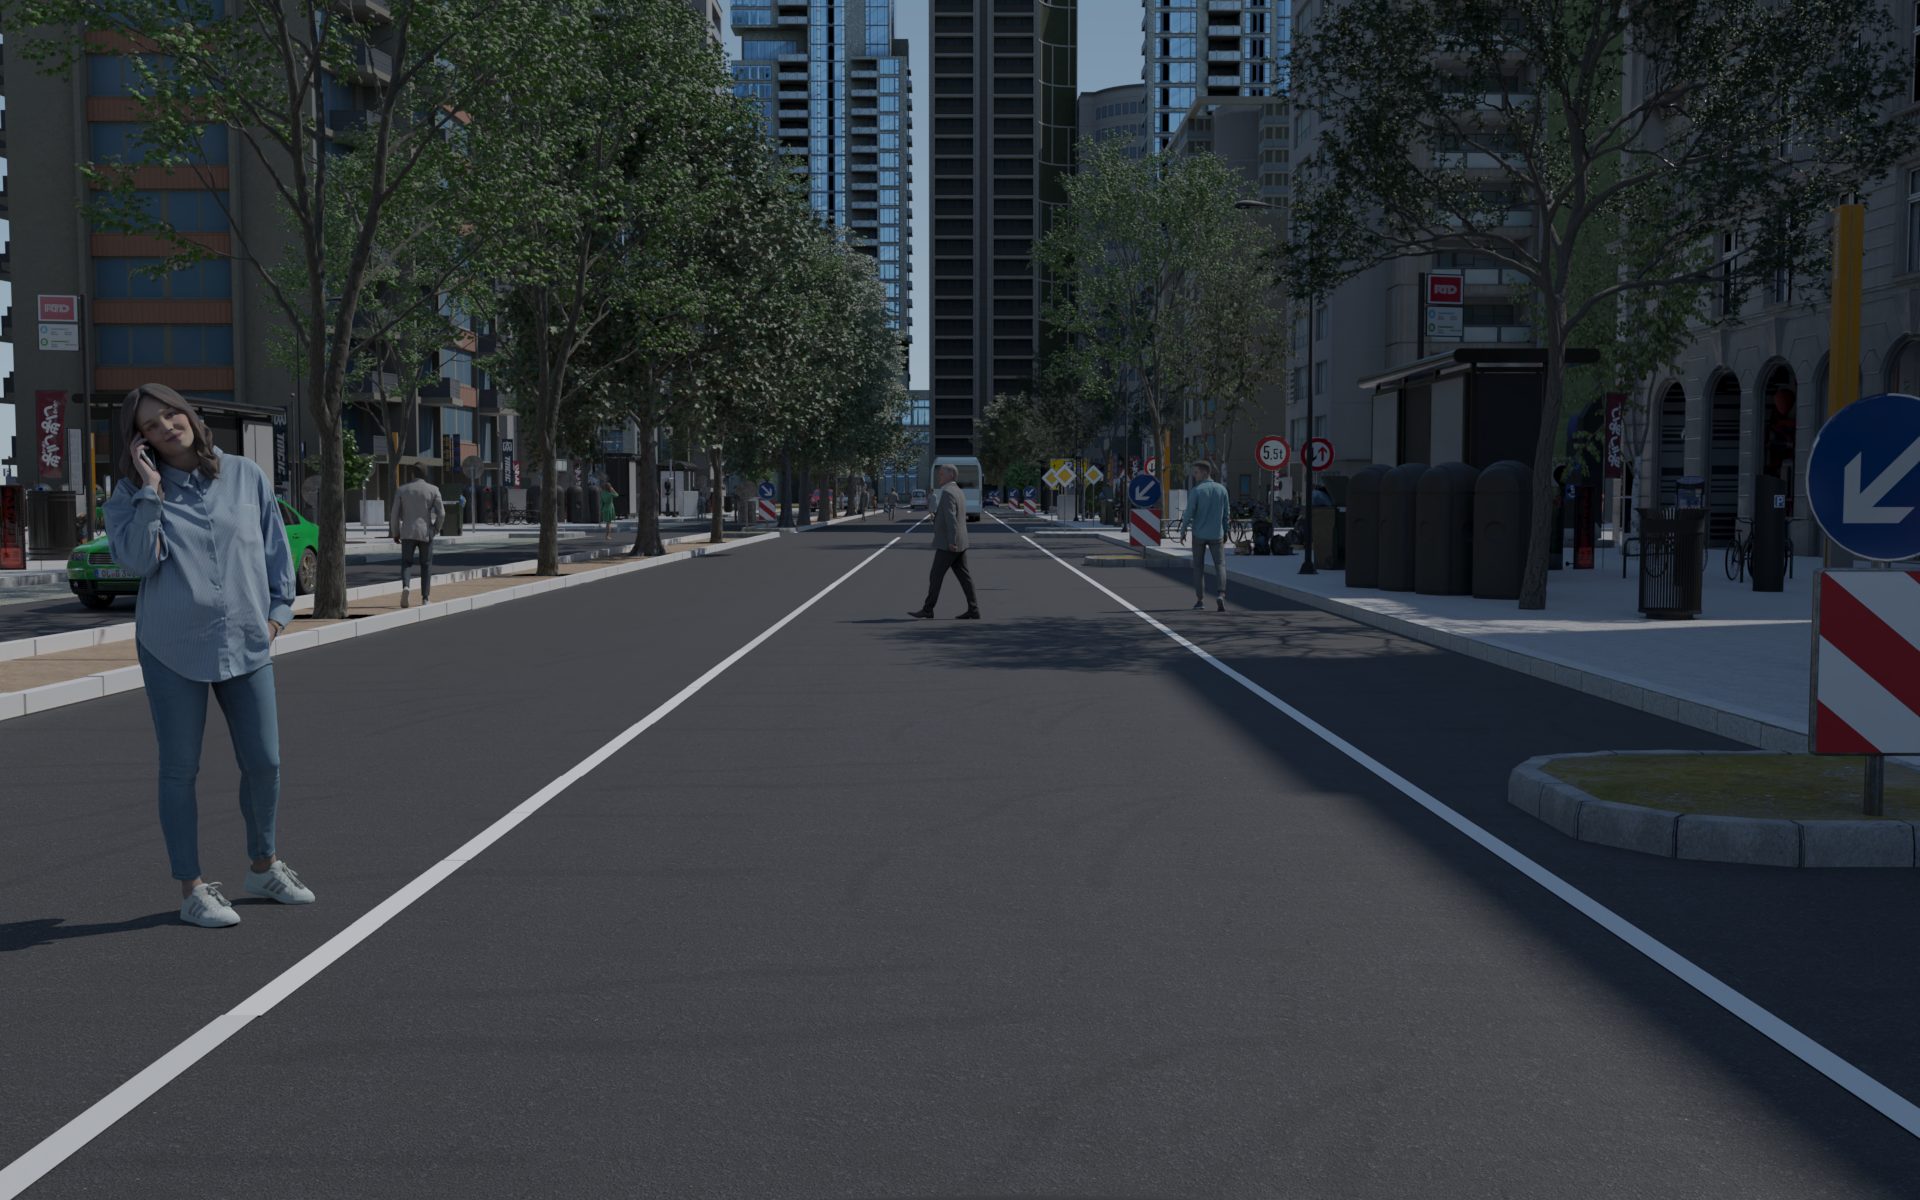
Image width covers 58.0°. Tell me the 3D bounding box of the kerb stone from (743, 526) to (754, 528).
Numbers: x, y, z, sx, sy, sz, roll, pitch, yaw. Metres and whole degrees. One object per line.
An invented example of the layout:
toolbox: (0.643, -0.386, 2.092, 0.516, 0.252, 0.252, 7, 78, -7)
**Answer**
kerb stone: (-8.253, -2.777, 67.598, 0.120, 0.150, 1.000, 0, 3, 0)

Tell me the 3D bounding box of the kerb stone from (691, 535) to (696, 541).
kerb stone: (-8.245, -1.864, 52.674, 0.120, 0.150, 1.000, 0, 3, 0)

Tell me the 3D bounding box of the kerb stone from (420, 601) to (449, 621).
kerb stone: (-6.118, 0.139, 19.923, 0.120, 0.150, 1.000, 0, 3, 0)

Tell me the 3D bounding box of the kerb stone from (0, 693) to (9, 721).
kerb stone: (-6.106, 0.704, 10.684, 0.120, 0.150, 1.000, 0, 3, 0)

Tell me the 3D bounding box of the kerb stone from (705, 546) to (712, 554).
kerb stone: (-6.134, -1.177, 41.445, 0.120, 0.150, 1.000, 0, 3, 0)

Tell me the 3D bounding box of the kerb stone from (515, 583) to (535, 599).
kerb stone: (-6.116, -0.112, 24.029, 0.120, 0.150, 1.000, 0, 3, 0)

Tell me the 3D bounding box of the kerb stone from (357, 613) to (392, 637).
kerb stone: (-6.110, 0.264, 17.871, 0.120, 0.150, 1.000, 0, 3, 0)

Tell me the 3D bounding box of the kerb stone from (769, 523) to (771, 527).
kerb stone: (-8.263, -3.153, 73.745, 0.120, 0.150, 1.000, 0, 3, 0)

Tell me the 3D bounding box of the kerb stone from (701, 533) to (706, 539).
kerb stone: (-8.251, -1.986, 54.728, 0.120, 0.150, 1.000, 0, 3, 0)

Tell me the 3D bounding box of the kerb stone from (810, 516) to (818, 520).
kerb stone: (-8.279, -4.657, 98.343, 0.120, 0.150, 1.000, 0, 3, 0)

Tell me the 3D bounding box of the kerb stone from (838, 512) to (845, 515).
kerb stone: (-8.304, -6.036, 120.883, 0.120, 0.150, 1.000, 0, 3, 0)

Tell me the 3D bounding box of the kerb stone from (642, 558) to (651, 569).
kerb stone: (-6.126, -0.665, 33.246, 0.120, 0.150, 1.000, 0, 3, 0)

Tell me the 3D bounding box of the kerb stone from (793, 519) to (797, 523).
kerb stone: (-8.272, -4.031, 88.100, 0.120, 0.150, 1.000, 0, 3, 0)

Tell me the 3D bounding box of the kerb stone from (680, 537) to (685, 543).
kerb stone: (-8.246, -1.738, 50.613, 0.120, 0.150, 1.000, 0, 3, 0)

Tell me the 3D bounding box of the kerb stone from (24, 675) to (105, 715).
kerb stone: (-6.110, 0.651, 11.722, 0.120, 0.150, 1.000, 0, 3, 0)

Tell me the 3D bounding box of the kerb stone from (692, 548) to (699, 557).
kerb stone: (-6.132, -1.052, 39.399, 0.120, 0.150, 1.000, 0, 3, 0)

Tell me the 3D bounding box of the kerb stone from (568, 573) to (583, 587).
kerb stone: (-6.115, -0.300, 27.097, 0.120, 0.150, 1.000, 0, 3, 0)

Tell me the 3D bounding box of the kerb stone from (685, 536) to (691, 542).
kerb stone: (-8.245, -1.796, 51.639, 0.120, 0.150, 1.000, 0, 3, 0)

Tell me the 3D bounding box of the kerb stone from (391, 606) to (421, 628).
kerb stone: (-6.122, 0.206, 18.902, 0.120, 0.150, 1.000, 0, 3, 0)

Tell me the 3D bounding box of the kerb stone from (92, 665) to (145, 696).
kerb stone: (-6.111, 0.578, 12.743, 0.120, 0.150, 1.000, 0, 3, 0)

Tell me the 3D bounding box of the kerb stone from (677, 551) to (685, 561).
kerb stone: (-6.132, -0.927, 37.348, 0.120, 0.150, 1.000, 0, 3, 0)

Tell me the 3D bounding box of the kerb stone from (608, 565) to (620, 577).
kerb stone: (-6.125, -0.486, 30.179, 0.120, 0.150, 1.000, 0, 3, 0)

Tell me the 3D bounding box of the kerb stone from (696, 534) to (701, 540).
kerb stone: (-8.244, -1.927, 53.698, 0.120, 0.150, 1.000, 0, 3, 0)

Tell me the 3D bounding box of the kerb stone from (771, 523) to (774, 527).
kerb stone: (-8.254, -3.215, 74.774, 0.120, 0.150, 1.000, 0, 3, 0)

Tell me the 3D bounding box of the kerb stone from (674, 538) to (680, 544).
kerb stone: (-8.242, -1.675, 49.591, 0.120, 0.150, 1.000, 0, 3, 0)

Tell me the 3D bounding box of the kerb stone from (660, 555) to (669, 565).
kerb stone: (-6.129, -0.798, 35.289, 0.120, 0.150, 1.000, 0, 3, 0)

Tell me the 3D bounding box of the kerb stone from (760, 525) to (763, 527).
kerb stone: (-8.261, -2.965, 70.670, 0.120, 0.150, 1.000, 0, 3, 0)

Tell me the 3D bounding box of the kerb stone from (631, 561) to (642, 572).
kerb stone: (-6.125, -0.613, 32.223, 0.120, 0.150, 1.000, 0, 3, 0)

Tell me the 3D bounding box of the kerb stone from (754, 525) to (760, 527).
kerb stone: (-8.251, -2.902, 69.648, 0.120, 0.150, 1.000, 0, 3, 0)

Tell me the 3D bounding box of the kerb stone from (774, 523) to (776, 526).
kerb stone: (-8.266, -3.278, 75.796, 0.120, 0.150, 1.000, 0, 3, 0)

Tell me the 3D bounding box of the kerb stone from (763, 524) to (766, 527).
kerb stone: (-8.262, -3.025, 71.701, 0.120, 0.150, 1.000, 0, 3, 0)

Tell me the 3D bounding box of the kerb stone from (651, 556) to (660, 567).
kerb stone: (-6.133, -0.738, 34.267, 0.120, 0.150, 1.000, 0, 3, 0)

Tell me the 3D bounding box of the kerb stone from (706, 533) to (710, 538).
kerb stone: (-8.252, -2.053, 55.763, 0.120, 0.150, 1.000, 0, 3, 0)

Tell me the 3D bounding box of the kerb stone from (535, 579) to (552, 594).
kerb stone: (-6.118, -0.173, 25.054, 0.120, 0.150, 1.000, 0, 3, 0)

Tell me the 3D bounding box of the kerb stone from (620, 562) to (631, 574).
kerb stone: (-6.122, -0.546, 31.201, 0.120, 0.150, 1.000, 0, 3, 0)

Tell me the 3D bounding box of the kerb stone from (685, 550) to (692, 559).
kerb stone: (-6.125, -0.984, 38.371, 0.120, 0.150, 1.000, 0, 3, 0)

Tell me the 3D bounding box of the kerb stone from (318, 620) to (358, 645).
kerb stone: (-6.113, 0.327, 16.848, 0.120, 0.150, 1.000, 0, 3, 0)

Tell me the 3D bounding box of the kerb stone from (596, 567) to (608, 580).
kerb stone: (-6.127, -0.422, 29.153, 0.120, 0.150, 1.000, 0, 3, 0)

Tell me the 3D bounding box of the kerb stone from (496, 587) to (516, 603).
kerb stone: (-6.118, -0.049, 23.007, 0.120, 0.150, 1.000, 0, 3, 0)

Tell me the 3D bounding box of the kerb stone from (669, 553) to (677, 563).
kerb stone: (-6.133, -0.861, 36.316, 0.120, 0.150, 1.000, 0, 3, 0)

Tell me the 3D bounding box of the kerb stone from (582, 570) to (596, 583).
kerb stone: (-6.119, -0.363, 28.131, 0.120, 0.150, 1.000, 0, 3, 0)

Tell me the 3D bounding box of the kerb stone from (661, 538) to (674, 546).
kerb stone: (-8.240, -1.613, 48.563, 0.120, 0.150, 1.000, 0, 3, 0)

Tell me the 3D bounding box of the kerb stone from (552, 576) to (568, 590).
kerb stone: (-6.120, -0.237, 26.076, 0.120, 0.150, 1.000, 0, 3, 0)

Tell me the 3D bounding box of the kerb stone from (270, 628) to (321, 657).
kerb stone: (-6.110, 0.396, 15.821, 0.120, 0.150, 1.000, 0, 3, 0)

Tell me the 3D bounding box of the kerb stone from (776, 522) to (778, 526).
kerb stone: (-8.256, -3.341, 76.818, 0.120, 0.150, 1.000, 0, 3, 0)

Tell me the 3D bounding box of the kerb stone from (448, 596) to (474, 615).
kerb stone: (-6.114, 0.076, 20.949, 0.120, 0.150, 1.000, 0, 3, 0)

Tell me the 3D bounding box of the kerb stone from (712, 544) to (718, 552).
kerb stone: (-6.137, -1.241, 42.487, 0.120, 0.150, 1.000, 0, 3, 0)

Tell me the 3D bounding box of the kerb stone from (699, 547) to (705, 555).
kerb stone: (-6.138, -1.110, 40.421, 0.120, 0.150, 1.000, 0, 3, 0)

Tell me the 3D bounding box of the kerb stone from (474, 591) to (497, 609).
kerb stone: (-6.109, 0.019, 21.984, 0.120, 0.150, 1.000, 0, 3, 0)

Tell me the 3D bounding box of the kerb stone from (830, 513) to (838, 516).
kerb stone: (-8.290, -5.598, 113.715, 0.120, 0.150, 1.000, 0, 3, 0)
